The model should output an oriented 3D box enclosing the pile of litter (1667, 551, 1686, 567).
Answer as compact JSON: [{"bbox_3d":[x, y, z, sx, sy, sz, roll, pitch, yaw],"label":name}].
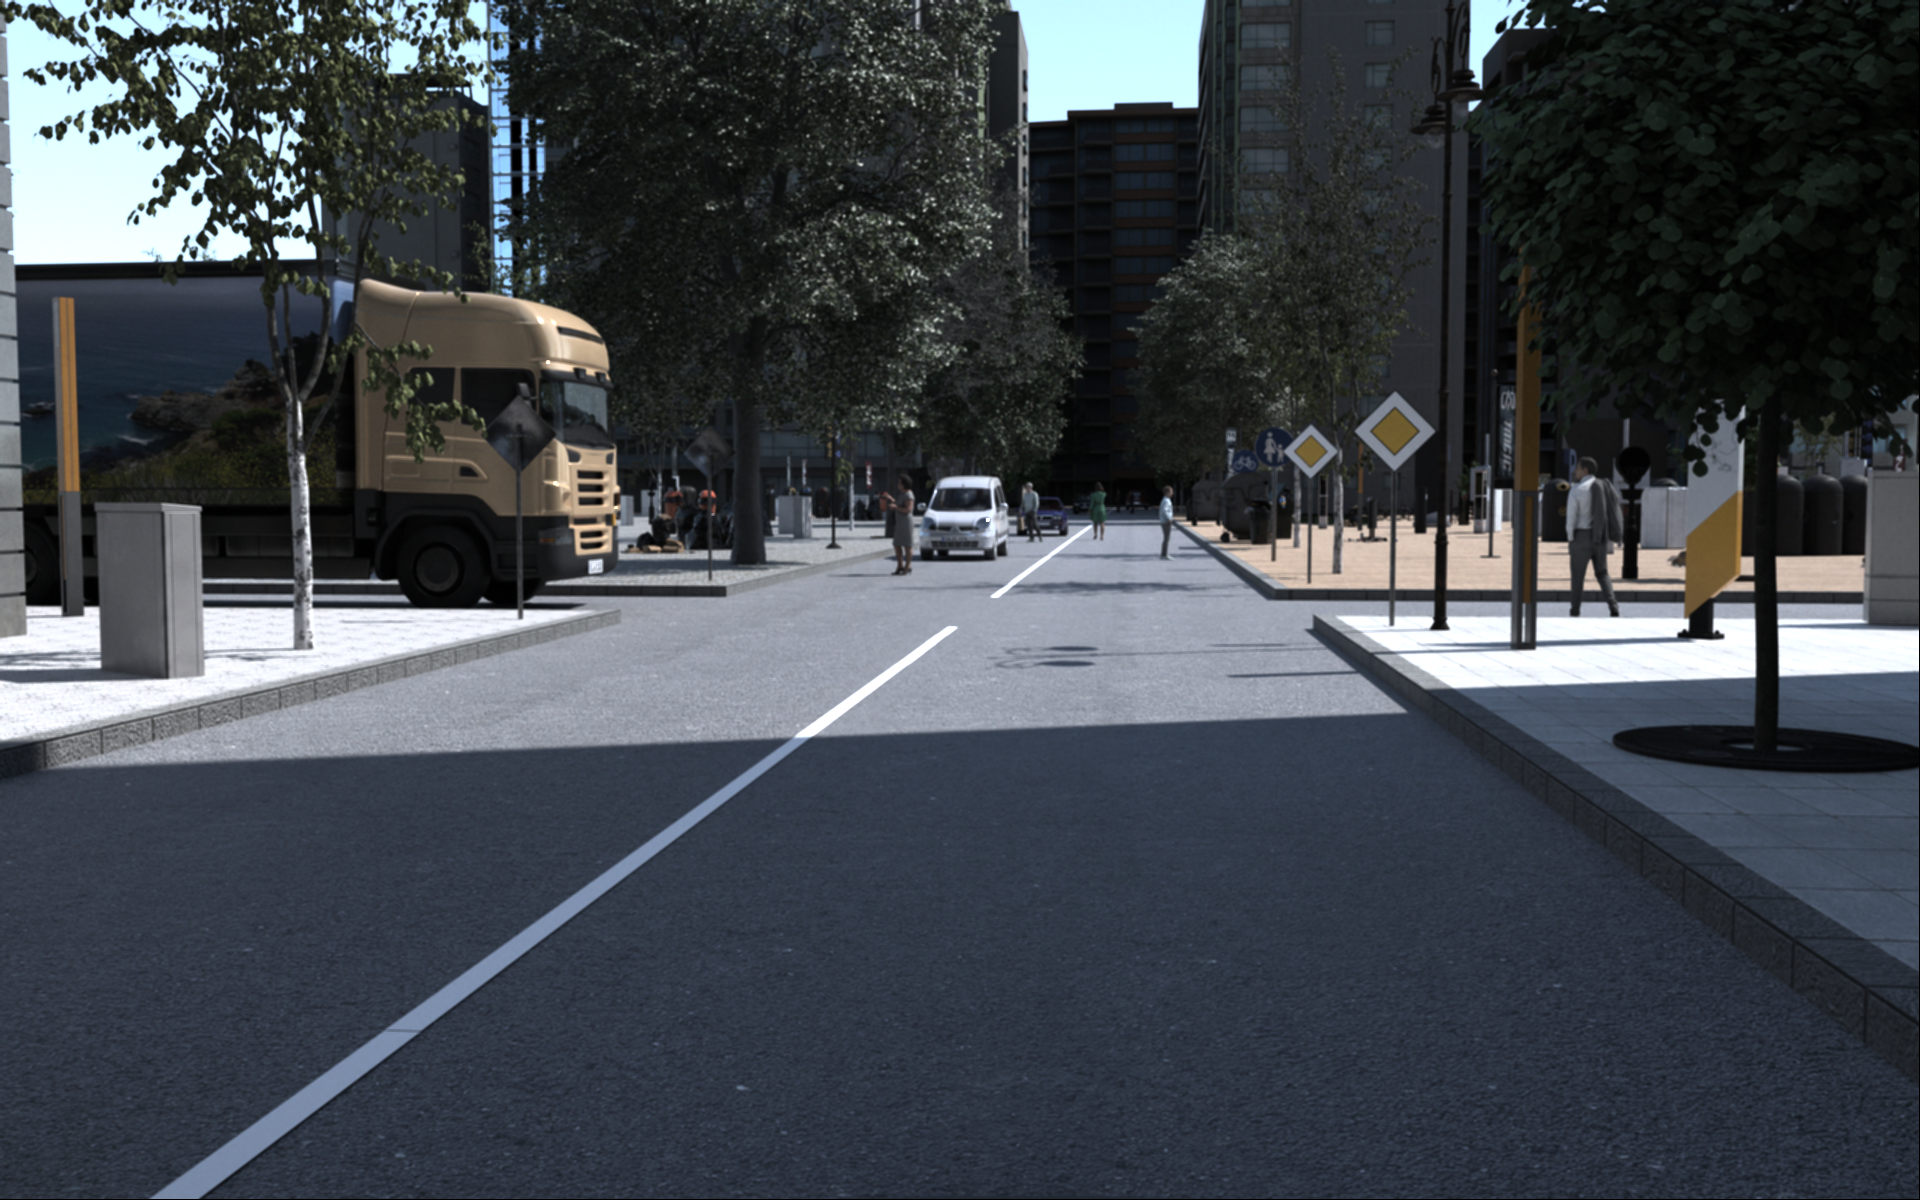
[{"bbox_3d":[13.206,-1.037,30.917,1.719,0.858,1.176,-3,5,-42],"label":"pile of litter"}]

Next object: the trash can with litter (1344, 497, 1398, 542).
[{"bbox_3d":[10.998,-2.193,46.906,1.678,1.210,2.233,1,4,22],"label":"trash can with litter"}]

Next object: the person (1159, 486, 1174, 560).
[{"bbox_3d":[4.499,-1.674,37.686,0.330,1.601,0.589,1,4,8],"label":"person"}]

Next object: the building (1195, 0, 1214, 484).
[{"bbox_3d":[32.816,-32.724,158.745,21.300,48.544,21.600,0,4,6],"label":"building"}]

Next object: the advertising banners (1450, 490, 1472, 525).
[{"bbox_3d":[20.027,-4.583,71.113,2.074,3.025,0.090,-1,4,-9],"label":"advertising banners"}]

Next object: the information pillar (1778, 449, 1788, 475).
[{"bbox_3d":[24.633,-3.710,52.005,0.504,3.616,0.183,-1,4,-11],"label":"information pillar"}]

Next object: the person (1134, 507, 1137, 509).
[{"bbox_3d":[16.735,-9.540,165.214,1.217,1.736,0.721,1,4,10],"label":"person"}]

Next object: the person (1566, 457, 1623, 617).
[{"bbox_3d":[6.860,-0.620,18.742,0.679,1.850,0.850,-1,4,-16],"label":"person"}]

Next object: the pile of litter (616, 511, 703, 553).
[{"bbox_3d":[-6.517,-1.456,37.772,1.719,0.858,1.176,1,4,15],"label":"pile of litter"}]

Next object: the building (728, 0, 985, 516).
[{"bbox_3d":[-6.005,-25.957,107.997,14.154,41.232,14.086,0,4,6],"label":"building"}]

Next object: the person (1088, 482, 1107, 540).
[{"bbox_3d":[4.320,-2.772,54.073,0.600,1.795,0.529,-1,4,-14],"label":"person"}]

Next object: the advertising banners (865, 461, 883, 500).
[{"bbox_3d":[-4.303,-5.896,92.580,2.074,3.025,0.090,-3,5,-44],"label":"advertising banners"}]

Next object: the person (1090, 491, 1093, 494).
[{"bbox_3d":[12.810,-9.836,170.113,0.721,1.735,1.217,2,4,25],"label":"person"}]

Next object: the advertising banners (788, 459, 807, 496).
[{"bbox_3d":[-8.178,-5.571,87.273,0.090,3.025,2.074,-2,4,-32],"label":"advertising banners"}]

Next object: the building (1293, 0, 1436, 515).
[{"bbox_3d":[26.133,-27.136,127.265,14.154,41.232,14.086,0,4,6],"label":"building"}]

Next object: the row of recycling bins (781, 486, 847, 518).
[{"bbox_3d":[-7.828,-5.241,92.800,3.534,1.692,1.069,-1,4,-10],"label":"row of recycling bins"}]

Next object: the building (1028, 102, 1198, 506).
[{"bbox_3d":[19.991,-33.154,196.690,28.867,44.769,22.147,0,4,6],"label":"building"}]

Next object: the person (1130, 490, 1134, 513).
[{"bbox_3d":[12.704,-7.257,128.073,0.530,1.710,0.541,2,4,33],"label":"person"}]

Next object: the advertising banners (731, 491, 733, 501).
[{"bbox_3d":[-9.470,-4.725,73.443,0.090,3.025,2.074,0,4,4],"label":"advertising banners"}]

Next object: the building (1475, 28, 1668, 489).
[{"bbox_3d":[56.932,-31.266,161.313,14.200,45.320,14.600,0,4,6],"label":"building"}]

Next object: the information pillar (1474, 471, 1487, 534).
[{"bbox_3d":[16.861,-3.157,56.104,0.304,2.012,0.304,3,5,41],"label":"information pillar"}]

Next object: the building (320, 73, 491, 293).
[{"bbox_3d":[-53.413,-29.846,171.571,14.086,41.232,14.154,0,4,6],"label":"building"}]

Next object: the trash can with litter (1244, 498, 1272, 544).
[{"bbox_3d":[7.670,-2.005,44.171,0.624,1.170,1.055,2,4,25],"label":"trash can with litter"}]

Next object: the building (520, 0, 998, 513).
[{"bbox_3d":[-13.294,-26.665,127.856,32.217,40.220,23.993,0,4,6],"label":"building"}]

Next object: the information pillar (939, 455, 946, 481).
[{"bbox_3d":[-0.923,-6.131,91.600,0.183,3.616,0.504,3,4,39],"label":"information pillar"}]

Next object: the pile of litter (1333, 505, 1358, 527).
[{"bbox_3d":[15.192,-3.295,67.846,1.176,0.858,1.719,2,4,23],"label":"pile of litter"}]

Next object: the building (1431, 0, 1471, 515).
[{"bbox_3d":[24.911,-26.279,113.257,14.154,41.232,14.086,0,4,6],"label":"building"}]

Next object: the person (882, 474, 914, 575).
[{"bbox_3d":[-1.102,-1.332,30.643,0.532,1.782,0.716,-1,4,-20],"label":"person"}]

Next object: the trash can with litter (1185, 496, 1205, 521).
[{"bbox_3d":[11.149,-4.298,81.658,1.055,1.170,0.624,2,4,27],"label":"trash can with litter"}]

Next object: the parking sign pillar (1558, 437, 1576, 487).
[{"bbox_3d":[26.205,-5.277,74.758,1.447,3.967,1.447,2,4,34],"label":"parking sign pillar"}]

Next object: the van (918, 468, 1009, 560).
[{"bbox_3d":[0.130,-1.946,38.830,2.013,2.044,4.112,0,4,7],"label":"van"}]

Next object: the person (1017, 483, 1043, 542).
[{"bbox_3d":[2.065,-2.617,51.767,0.782,1.767,0.515,3,5,40],"label":"person"}]

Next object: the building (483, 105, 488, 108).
[{"bbox_3d":[-54.525,-33.610,199.642,14.200,45.320,14.600,0,4,6],"label":"building"}]

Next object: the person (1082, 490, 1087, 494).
[{"bbox_3d":[11.401,-9.199,158.931,1.348,1.821,0.705,-1,4,-19],"label":"person"}]

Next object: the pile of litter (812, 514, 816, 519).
[{"bbox_3d":[-8.163,-4.685,90.563,1.719,0.858,1.176,-1,4,-22],"label":"pile of litter"}]

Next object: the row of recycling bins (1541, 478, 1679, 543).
[{"bbox_3d":[17.363,-2.395,46.270,3.534,1.692,1.069,2,4,29],"label":"row of recycling bins"}]

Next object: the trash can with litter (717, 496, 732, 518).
[{"bbox_3d":[-12.458,-5.043,93.505,2.233,1.210,1.678,2,4,25],"label":"trash can with litter"}]

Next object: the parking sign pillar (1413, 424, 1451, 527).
[{"bbox_3d":[18.337,-4.814,67.177,1.447,3.967,1.447,3,4,39],"label":"parking sign pillar"}]

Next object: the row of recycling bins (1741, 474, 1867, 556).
[{"bbox_3d":[17.572,-1.781,36.235,3.534,1.692,1.069,-1,4,-14],"label":"row of recycling bins"}]

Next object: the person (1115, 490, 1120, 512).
[{"bbox_3d":[12.273,-7.696,134.874,0.434,1.755,0.990,0,4,-3],"label":"person"}]

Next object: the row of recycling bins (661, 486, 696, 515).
[{"bbox_3d":[-13.846,-4.769,85.082,1.069,1.692,3.534,1,4,13],"label":"row of recycling bins"}]

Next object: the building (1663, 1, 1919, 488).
[{"bbox_3d":[78.630,-32.673,153.812,30.456,49.044,23.786,0,4,6],"label":"building"}]

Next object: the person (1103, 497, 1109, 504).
[{"bbox_3d":[12.534,-8.587,152.156,1.065,1.426,0.557,0,4,-6],"label":"person"}]

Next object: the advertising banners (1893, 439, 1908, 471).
[{"bbox_3d":[29.548,-3.638,55.663,0.090,3.025,2.074,-1,4,-18],"label":"advertising banners"}]

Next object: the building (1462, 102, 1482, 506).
[{"bbox_3d":[62.983,-32.884,192.283,28.867,44.769,22.147,0,4,6],"label":"building"}]
